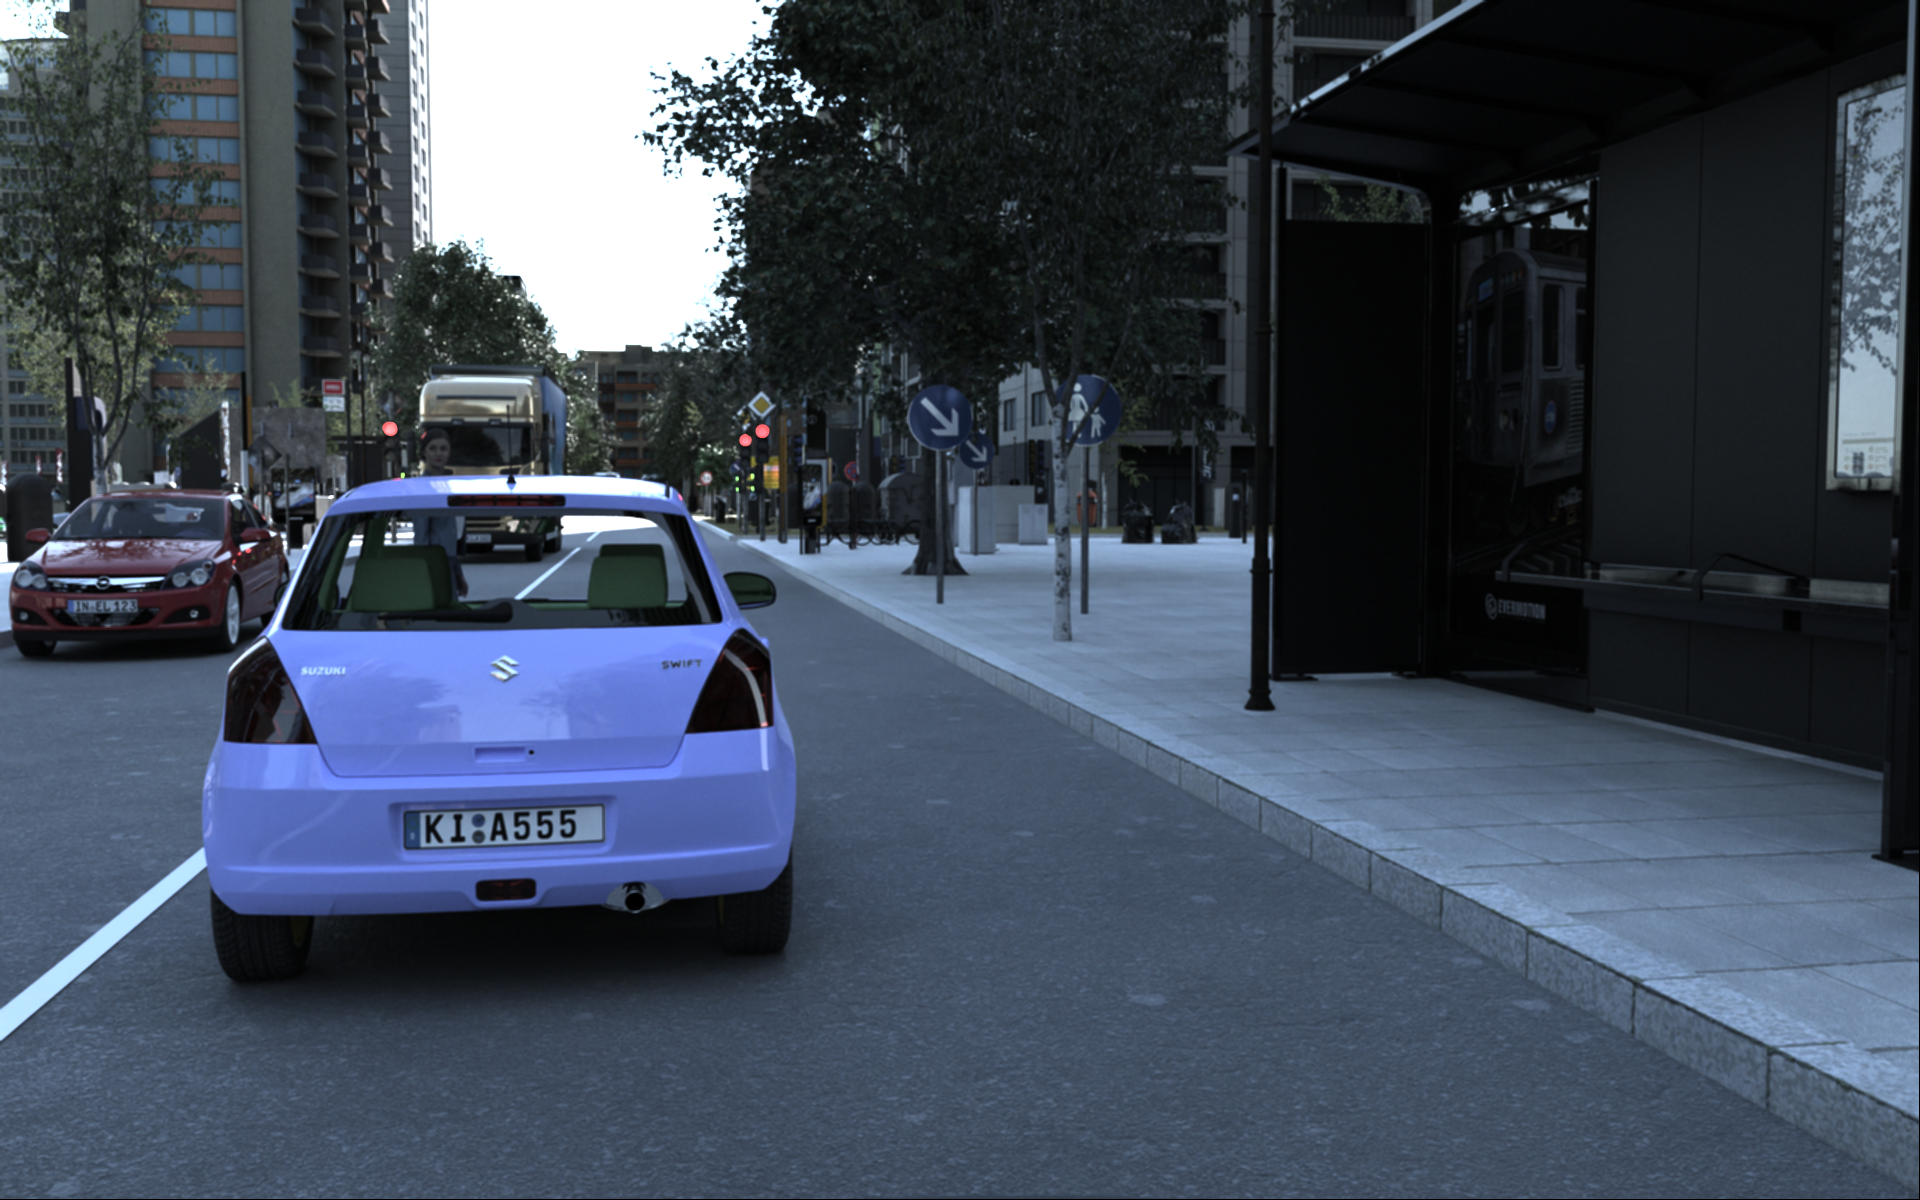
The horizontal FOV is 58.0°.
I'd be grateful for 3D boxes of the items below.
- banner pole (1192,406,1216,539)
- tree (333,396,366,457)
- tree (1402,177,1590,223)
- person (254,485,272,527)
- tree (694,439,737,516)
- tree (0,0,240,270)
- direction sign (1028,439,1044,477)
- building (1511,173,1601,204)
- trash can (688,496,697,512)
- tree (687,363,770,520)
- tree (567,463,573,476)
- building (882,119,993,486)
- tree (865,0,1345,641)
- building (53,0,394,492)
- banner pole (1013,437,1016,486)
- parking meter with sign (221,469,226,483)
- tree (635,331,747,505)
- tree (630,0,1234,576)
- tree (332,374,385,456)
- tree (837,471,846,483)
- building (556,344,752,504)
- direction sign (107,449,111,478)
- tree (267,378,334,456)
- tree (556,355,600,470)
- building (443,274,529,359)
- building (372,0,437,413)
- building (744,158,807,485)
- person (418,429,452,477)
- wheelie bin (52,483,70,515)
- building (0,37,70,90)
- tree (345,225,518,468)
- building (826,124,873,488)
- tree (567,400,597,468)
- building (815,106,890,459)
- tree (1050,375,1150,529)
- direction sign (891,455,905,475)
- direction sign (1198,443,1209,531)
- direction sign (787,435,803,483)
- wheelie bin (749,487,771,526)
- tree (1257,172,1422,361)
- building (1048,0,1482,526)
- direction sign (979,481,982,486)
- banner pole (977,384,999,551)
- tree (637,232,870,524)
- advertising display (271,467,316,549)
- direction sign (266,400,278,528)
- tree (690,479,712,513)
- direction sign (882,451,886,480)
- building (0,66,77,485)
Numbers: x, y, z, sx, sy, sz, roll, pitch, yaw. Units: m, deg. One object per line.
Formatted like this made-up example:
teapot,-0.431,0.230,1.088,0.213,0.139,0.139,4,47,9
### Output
banner pole,6.880,-3.625,49.281,0.863,3.779,0.401,0,4,3
tree,-43.623,-10.529,122.508,4.737,8.622,4.395,0,3,0
tree,10.098,-4.968,31.591,4.360,8.622,3.978,0,3,0
person,-19.260,-2.347,47.869,0.522,1.701,0.512,3,5,44
tree,-14.368,-7.318,103.361,4.285,4.588,4.351,0,3,0
tree,-11.140,-4.390,22.137,4.360,8.622,3.978,0,3,0
direction sign,3.169,-4.901,72.135,0.876,3.537,0.379,-3,5,-41
building,45.225,-33.360,87.442,28.212,58.520,21.231,-1,4,-10
trash can,-18.952,-6.796,122.766,0.748,1.137,0.748,0,3,0
tree,-11.366,-8.366,87.150,4.360,8.622,3.978,0,3,0
tree,-32.604,-9.454,138.283,4.285,4.588,4.351,0,3,0
building,4.352,-41.797,121.635,20.563,71.187,20.611,-1,4,-10
tree,0.933,-3.934,14.681,4.360,8.622,3.978,0,3,0
building,-57.201,-29.465,136.369,22.147,44.769,28.867,-1,4,-10
banner pole,2.391,-5.254,75.912,0.401,3.779,0.863,0,4,1
parking meter with sign,-52.585,-7.729,122.631,1.738,3.016,0.543,2,4,34
tree,-30.925,-20.987,199.032,12.611,20.169,13.585,0,3,0
tree,-0.311,-6.741,27.218,9.611,12.733,9.660,0,3,0
tree,-35.512,-9.358,103.370,4.360,8.622,3.978,0,3,0
tree,-9.130,-8.066,126.477,1.663,3.219,1.824,0,3,0
building,-44.014,-24.066,238.520,28.899,21.520,27.650,-1,4,-10
direction sign,-42.780,-5.768,86.309,0.876,3.537,0.379,-1,4,-22
tree,-42.337,-9.704,109.031,4.737,8.622,4.395,0,3,0
tree,-29.339,-11.821,119.030,9.928,11.665,9.643,0,3,0
building,-63.899,-27.857,227.161,14.107,30.474,14.160,-1,4,-10
building,-63.979,-44.930,172.851,20.611,71.187,20.563,-1,4,-10
building,-21.427,-35.714,234.036,14.200,45.320,14.600,-1,4,-10
person,-3.197,-0.117,10.441,0.654,1.822,0.581,1,4,20
wheelie bin,-26.694,-2.678,51.691,0.693,1.594,0.980,1,4,20
building,-109.085,-41.616,222.423,28.212,58.520,21.231,-1,4,-10
tree,-21.538,-9.619,74.284,9.611,12.733,9.660,0,3,0
building,-0.995,-52.059,163.838,22.319,86.520,31.000,-1,4,-10
tree,-30.868,-11.970,130.114,7.601,10.594,8.767,-2,4,-27
building,-8.820,-30.769,186.670,14.154,41.232,14.086,-1,4,-10
tree,5.306,-6.903,63.224,4.737,8.622,4.395,0,3,0
direction sign,-3.620,-6.686,101.315,0.876,3.537,0.379,1,4,16
direction sign,8.420,-4.141,59.707,0.379,3.537,0.876,3,4,37
direction sign,-6.453,-4.546,66.331,0.876,3.537,0.379,0,4,7
wheelie bin,-8.046,-3.764,69.452,0.693,1.594,0.980,2,4,32
tree,8.462,-5.324,37.407,4.737,8.622,4.395,0,3,0
building,13.816,-39.167,78.639,20.611,71.187,20.563,-1,4,-10
direction sign,0.486,-3.001,41.071,0.379,3.537,0.876,0,4,5
banner pole,0.583,-3.026,39.498,0.401,3.779,0.863,-2,4,-29
tree,-8.391,-9.986,73.636,12.009,13.543,11.850,0,3,0
advertising display,-15.584,-2.159,40.519,0.974,1.923,0.123,-2,4,-34
direction sign,-16.703,-3.066,42.129,0.379,3.537,0.876,-3,4,-38
tree,-17.611,-7.663,119.886,1.663,3.219,1.824,0,3,0
direction sign,-4.047,-6.080,91.408,0.379,3.537,0.876,0,4,-8
building,-84.809,-28.858,163.710,23.993,40.220,32.217,-1,4,-10
